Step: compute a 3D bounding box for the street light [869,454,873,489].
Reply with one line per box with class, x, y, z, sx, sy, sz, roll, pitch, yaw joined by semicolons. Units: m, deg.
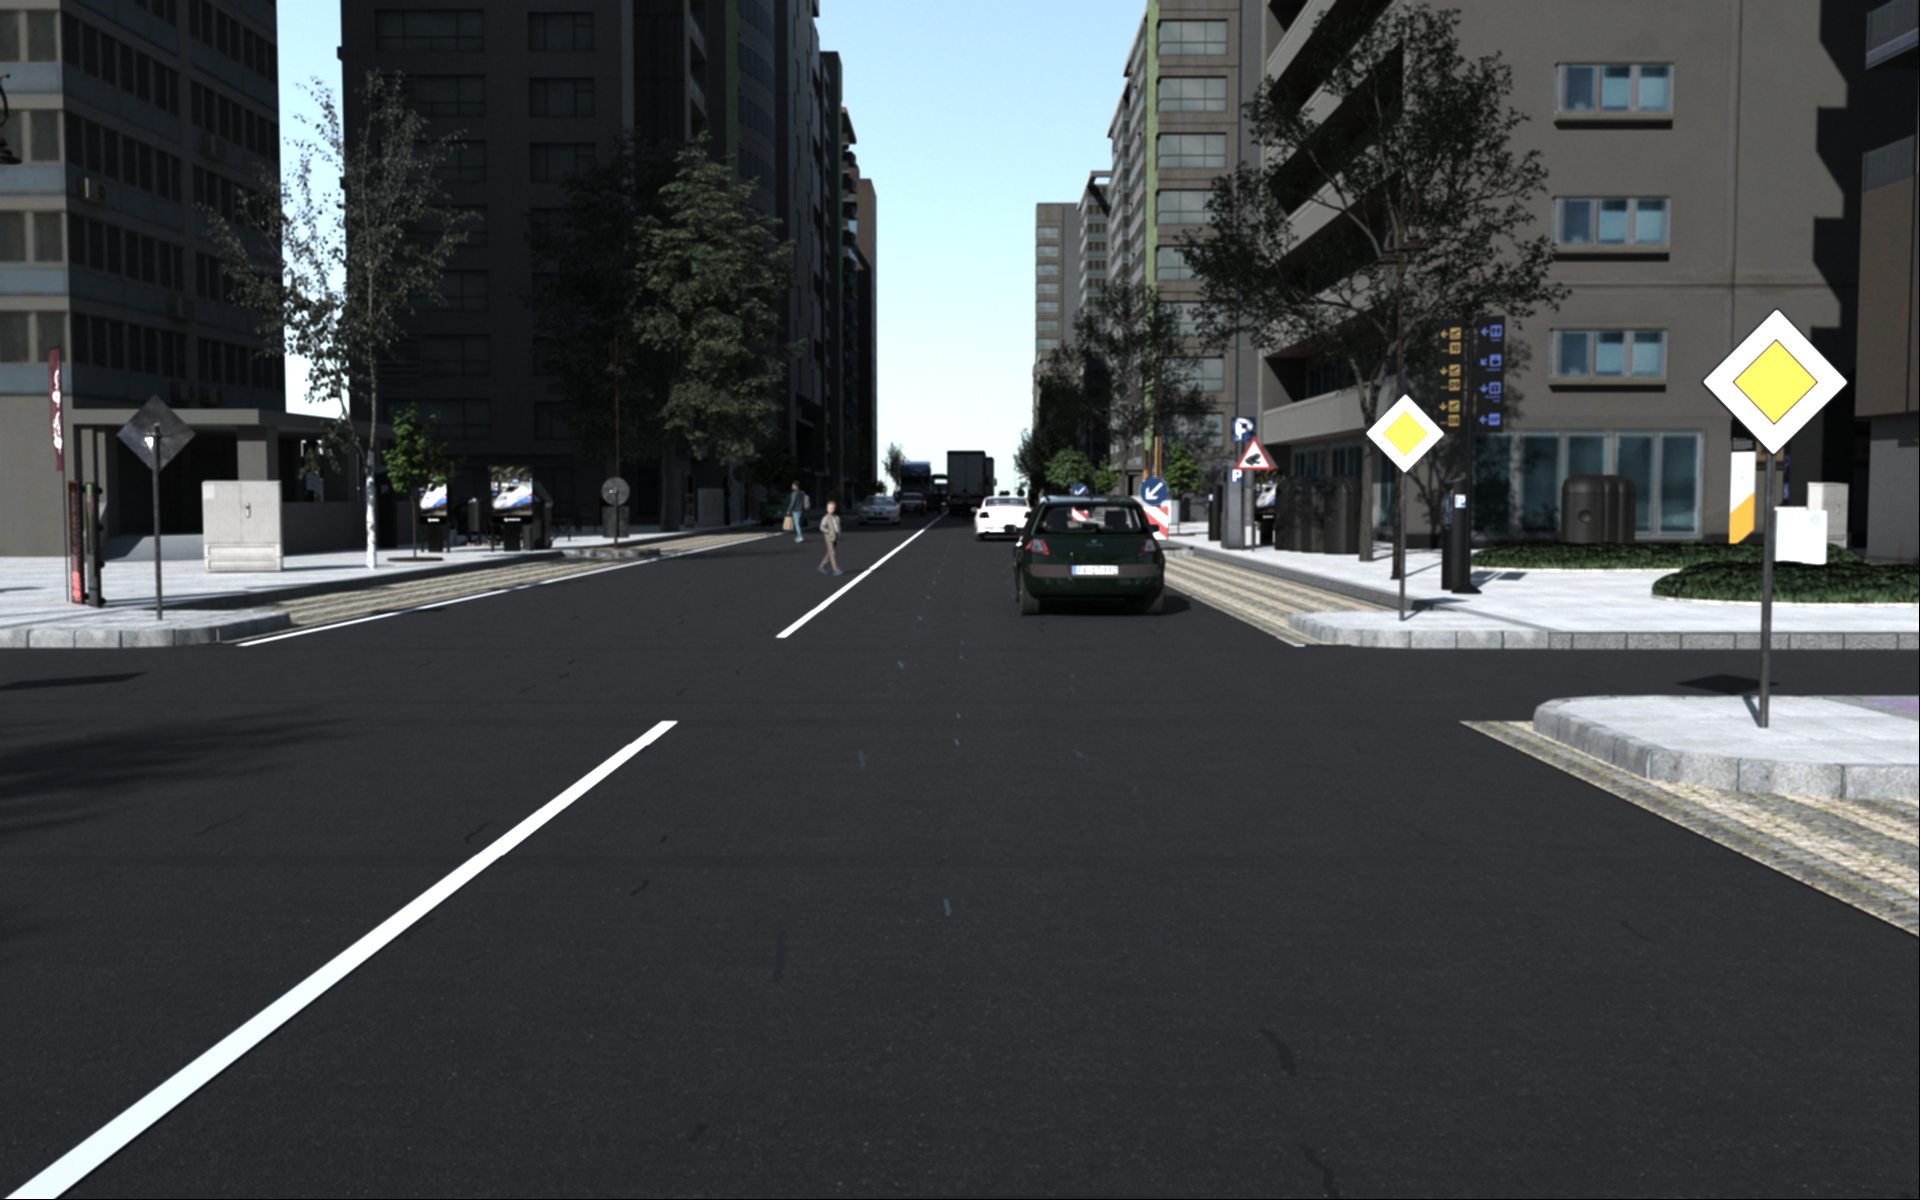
street light;-9.140;-12.516;177.421;0.468;5.910;1.993;0;4;0

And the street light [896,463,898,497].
street light;-8.758;-16.493;242.454;0.468;5.910;1.993;0;4;0

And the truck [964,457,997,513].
truck;1.440;-9.031;136.565;2.839;4.237;11.283;0;4;2

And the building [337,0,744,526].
building;-17.325;-23.903;74.401;14.154;41.232;14.086;0;4;0

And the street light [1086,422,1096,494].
street light;6.954;-7.284;91.886;0.468;5.910;1.993;0;4;0

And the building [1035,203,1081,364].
building;17.524;-34.319;244.710;14.154;41.232;14.086;0;4;0

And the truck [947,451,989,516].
truck;0.510;-7.852;117.296;2.839;4.237;11.283;0;4;1

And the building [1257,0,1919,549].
building;21.092;-26.031;49.310;21.300;48.544;21.600;0;4;0

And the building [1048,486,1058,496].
building;26.303;-30.863;196.485;32.217;40.220;23.993;0;4;0

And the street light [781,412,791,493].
street light;-9.636;-7.512;95.610;0.468;5.910;1.993;0;4;0

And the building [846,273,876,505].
building;-27.066;-32.294;219.890;32.217;40.220;23.993;0;4;0

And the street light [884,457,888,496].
street light;-8.951;-14.505;209.938;0.468;5.910;1.993;0;4;0

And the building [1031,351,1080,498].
building;23.572;-23.167;223.821;27.650;21.520;28.899;0;4;0

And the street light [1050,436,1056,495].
street light;7.239;-9.915;134.895;0.468;5.910;1.993;0;4;0

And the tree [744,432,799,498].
tree;-9.847;-6.471;89.513;4.285;4.588;4.351;0;3;0

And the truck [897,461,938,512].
truck;-3.368;-9.623;147.092;2.967;4.110;18.799;0;4;2

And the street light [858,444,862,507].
street light;-9.227;-11.492;160.680;0.468;5.910;1.993;0;4;0

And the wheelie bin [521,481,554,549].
wheelie bin;-9.893;-1.982;40.309;0.693;1.594;0.980;0;4;4

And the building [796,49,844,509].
building;-18.001;-28.856;155.394;14.154;41.232;14.086;0;4;0

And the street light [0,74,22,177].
street light;-10.189;-2.748;17.723;0.468;5.910;1.993;0;4;0

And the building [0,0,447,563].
building;-30.272;-21.268;39.608;32.217;40.220;23.993;0;4;0

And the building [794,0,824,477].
building;-25.162;-33.339;134.336;28.713;52.752;27.495;0;4;0

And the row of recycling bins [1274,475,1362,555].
row of recycling bins;7.903;-1.909;38.332;1.069;1.692;3.534;-1;4;-12

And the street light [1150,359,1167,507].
street light;6.776;-5.286;59.215;0.468;5.910;1.993;0;4;0

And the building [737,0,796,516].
building;-22.046;-34.485;105.836;21.231;58.520;28.212;0;4;0

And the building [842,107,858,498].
building;-22.904;-32.904;192.597;22.147;44.769;28.867;0;4;0

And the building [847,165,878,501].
building;-18.734;-36.039;239.352;14.600;45.320;14.200;0;4;0

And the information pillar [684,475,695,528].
information pillar;-10.325;-3.767;66.083;0.304;2.012;0.304;-2;4;-26

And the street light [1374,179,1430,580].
street light;6.557;-3.246;25.855;0.468;5.910;1.993;0;4;0

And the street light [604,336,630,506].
street light;-10.016;-4.765;50.700;0.468;5.910;1.993;0;4;0

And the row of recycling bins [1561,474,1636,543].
row of recycling bins;13.585;-1.809;36.695;1.069;1.692;3.534;2;4;34

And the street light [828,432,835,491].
street light;-9.507;-9.503;128.164;0.468;5.910;1.993;0;4;0

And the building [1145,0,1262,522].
building;16.025;-24.552;85.015;14.154;41.232;14.086;0;4;0

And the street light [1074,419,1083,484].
street light;6.998;-7.913;102.160;0.468;5.910;1.993;0;4;0

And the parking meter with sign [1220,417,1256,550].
parking meter with sign;6.383;-2.686;40.182;0.543;3.016;1.738;0;4;-3

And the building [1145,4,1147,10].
building;25.475;-26.773;129.617;32.217;40.220;23.993;0;4;0

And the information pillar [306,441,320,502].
information pillar;-24.319;-4.509;65.081;0.504;3.616;0.183;-1;4;-11

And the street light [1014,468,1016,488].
street light;7.985;-17.070;251.883;0.468;5.910;1.993;0;4;0

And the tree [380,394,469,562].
tree;-10.522;-2.355;33.111;1.663;3.219;1.824;0;3;0

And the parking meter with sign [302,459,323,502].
parking meter with sign;-31.407;-5.440;85.197;1.738;3.016;0.543;-1;4;-20

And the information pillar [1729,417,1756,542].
information pillar;15.362;-2.608;33.990;0.183;3.616;0.504;-2;4;-32

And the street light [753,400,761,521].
street light;-9.750;-6.754;83.215;0.468;5.910;1.993;0;4;0

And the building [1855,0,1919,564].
building;23.341;-22.829;23.369;14.200;45.320;14.600;0;4;0
